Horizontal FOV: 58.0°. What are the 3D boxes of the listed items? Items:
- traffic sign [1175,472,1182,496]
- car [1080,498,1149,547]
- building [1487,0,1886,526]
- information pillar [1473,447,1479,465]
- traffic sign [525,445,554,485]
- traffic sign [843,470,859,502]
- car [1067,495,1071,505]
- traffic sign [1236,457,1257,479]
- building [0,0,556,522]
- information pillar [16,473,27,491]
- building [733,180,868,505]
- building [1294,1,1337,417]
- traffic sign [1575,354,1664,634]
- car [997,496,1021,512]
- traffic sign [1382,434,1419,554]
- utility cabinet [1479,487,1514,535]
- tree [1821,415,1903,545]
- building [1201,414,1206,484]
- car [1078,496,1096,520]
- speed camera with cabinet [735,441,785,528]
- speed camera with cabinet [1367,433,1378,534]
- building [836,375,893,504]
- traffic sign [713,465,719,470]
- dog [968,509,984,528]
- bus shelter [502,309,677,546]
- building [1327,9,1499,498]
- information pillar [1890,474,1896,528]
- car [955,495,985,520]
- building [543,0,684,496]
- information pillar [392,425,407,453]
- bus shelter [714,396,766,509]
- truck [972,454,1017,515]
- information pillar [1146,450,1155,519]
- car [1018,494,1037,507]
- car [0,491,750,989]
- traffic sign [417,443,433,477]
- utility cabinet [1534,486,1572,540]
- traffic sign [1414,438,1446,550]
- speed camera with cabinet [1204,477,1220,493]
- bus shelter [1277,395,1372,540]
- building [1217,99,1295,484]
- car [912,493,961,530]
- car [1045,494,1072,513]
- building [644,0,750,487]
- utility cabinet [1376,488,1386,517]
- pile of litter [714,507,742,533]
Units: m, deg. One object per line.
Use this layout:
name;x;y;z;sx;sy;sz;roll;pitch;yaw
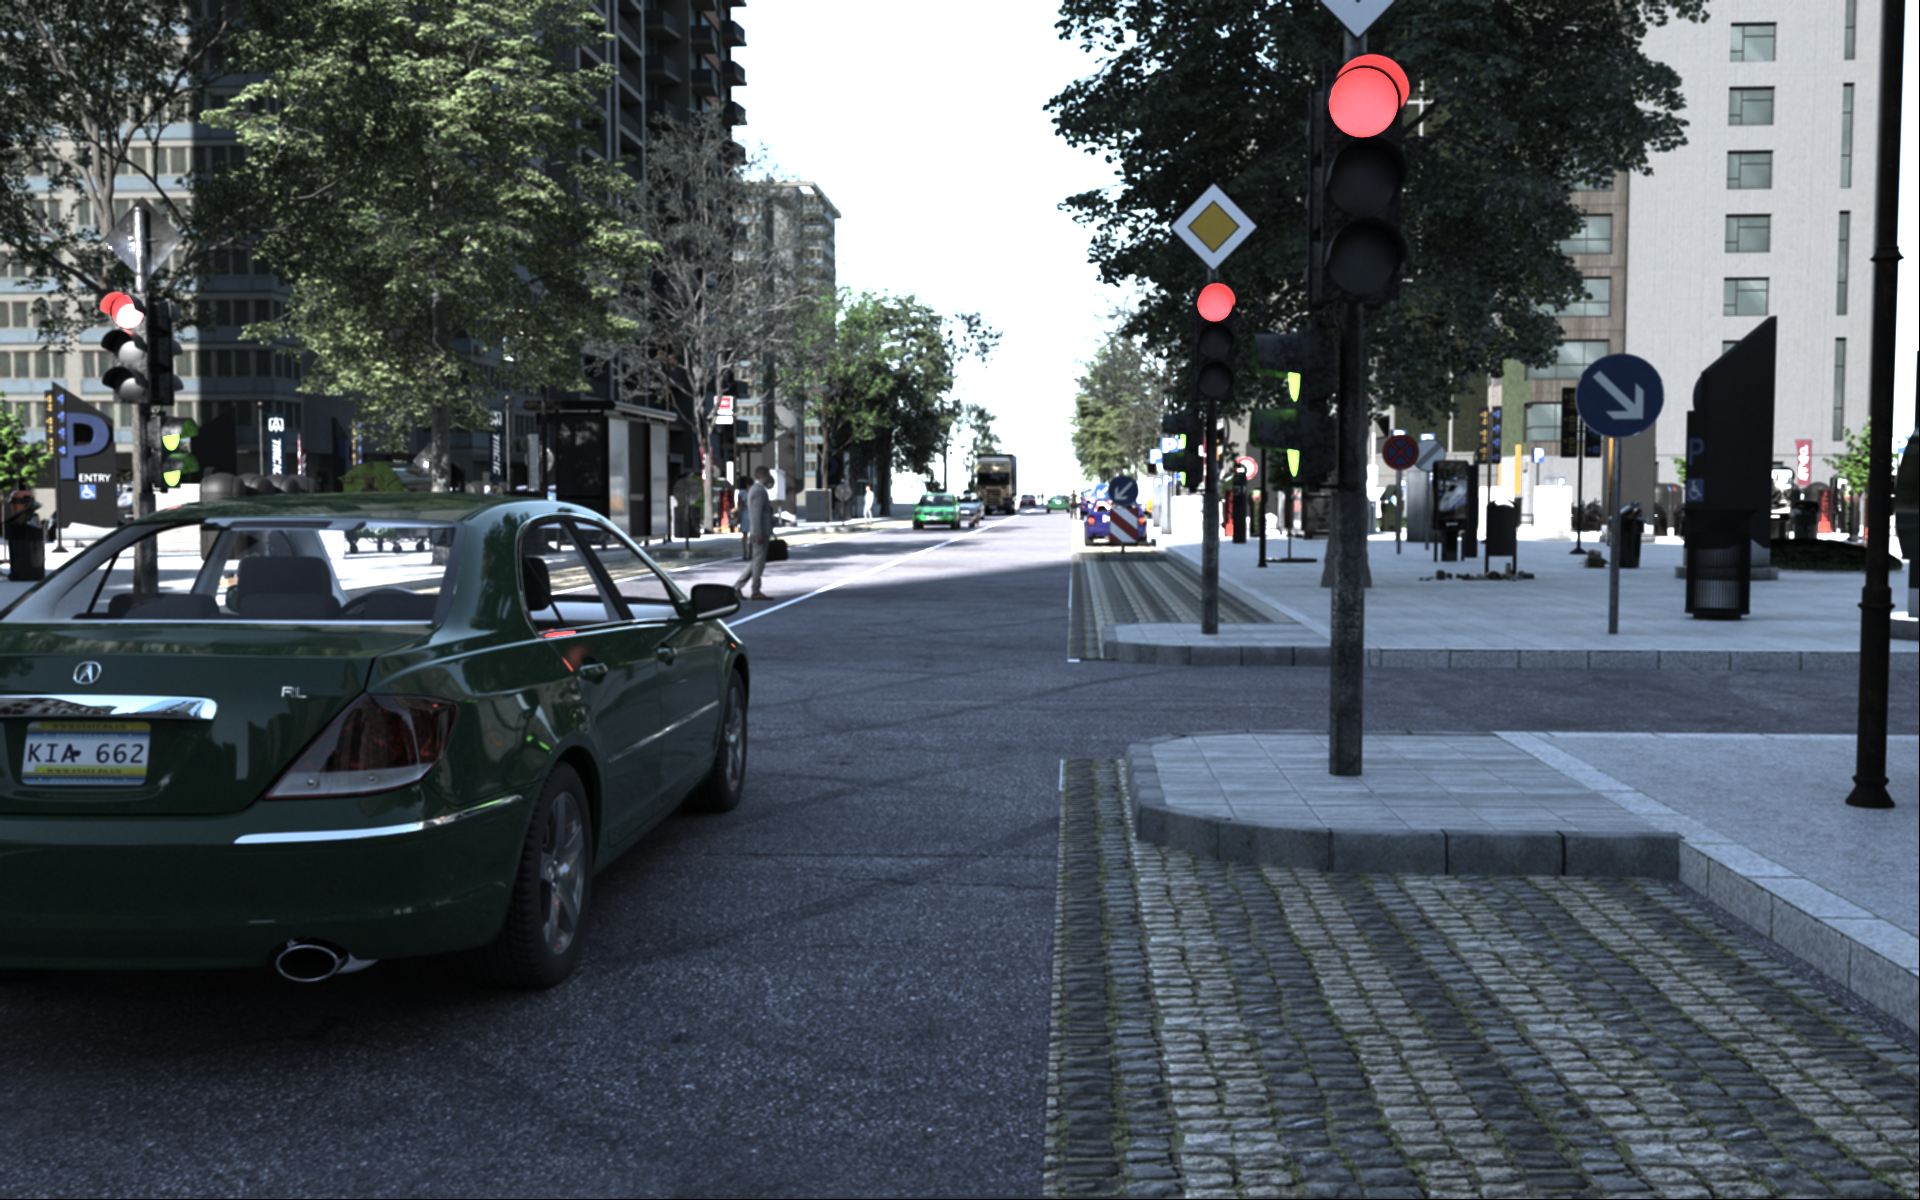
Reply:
traffic sign;7.743;-3.793;62.116;0.768;2.556;0.104;1;4;13
car;4.316;-2.184;48.293;1.945;1.354;3.894;0;4;4
building;30.714;-18.632;76.334;14.160;30.474;14.107;0;4;4
information pillar;25.500;-5.765;85.609;0.183;3.616;0.504;0;4;-7
traffic sign;-10.838;-2.722;44.615;0.768;2.556;0.104;0;4;5
traffic sign;-5.799;-5.637;92.172;0.884;2.594;0.081;0;4;7
car;13.108;-12.690;219.845;2.083;1.381;4.827;0;4;5
traffic sign;9.870;-3.656;59.884;0.768;2.556;0.104;0;4;8
building;-32.961;-23.733;79.919;32.217;40.220;23.993;0;4;4
information pillar;-32.078;-3.348;59.239;0.304;2.012;0.304;-3;4;-36
building;-27.537;-31.265;203.068;32.217;40.220;23.993;0;4;4
building;36.975;-36.298;135.479;21.231;58.520;28.212;0;4;4
traffic sign;5.998;-0.961;15.826;0.768;2.556;0.104;1;4;13
car;4.010;-7.985;142.919;2.083;1.381;4.827;0;4;2
traffic sign;9.372;-2.251;36.916;0.768;2.556;0.104;1;4;9
utility cabinet;16.416;-2.710;52.984;0.318;1.500;1.173;-2;4;-26
tree;22.284;-2.928;42.482;1.663;3.219;1.824;0;3;0
building;44.220;-35.368;232.888;22.147;44.769;28.867;0;4;4
car;7.553;-5.156;96.882;1.945;1.354;3.894;0;4;4
speed camera with cabinet;-7.558;-4.345;65.380;2.038;3.252;0.660;2;4;33
speed camera with cabinet;13.418;-3.832;56.983;0.660;3.252;2.038;1;4;15
building;-24.149;-23.567;230.362;27.650;21.520;28.899;0;4;4
traffic sign;-10.753;-4.574;74.894;0.768;2.556;0.104;0;4;5
dog;0.579;-3.477;73.679;0.513;0.831;0.800;-3;4;-38
bus shelter;-8.635;-3.825;40.165;2.179;5.291;8.768;0;4;4
building;35.178;-41.098;110.196;20.563;71.187;20.611;0;4;4
information pillar;34.895;-3.690;64.818;0.304;2.012;0.304;3;5;44
car;0.395;-5.142;96.075;2.014;1.417;4.499;0;4;5
building;-27.684;-40.599;102.038;20.563;71.187;20.611;0;4;4
information pillar;-18.108;-3.959;56.085;0.504;3.616;0.183;-1;4;-14
bus shelter;-8.786;-5.861;73.464;2.179;5.291;8.768;0;4;4
truck;2.593;-8.140;121.995;2.839;4.237;11.283;0;4;4
information pillar;10.004;-6.057;90.394;0.504;3.616;0.183;1;4;10
car;7.610;-11.322;194.158;2.155;1.783;4.494;0;4;5
car;-1.985;0.325;6.483;2.131;1.459;4.920;0;4;3
traffic sign;-11.952;-2.315;39.034;0.795;2.450;0.064;1;4;9
utility cabinet;16.586;-2.433;48.460;0.318;1.500;1.173;-1;4;-21
traffic sign;10.705;-2.417;39.618;0.768;2.556;0.104;1;4;9
speed camera with cabinet;12.961;-5.637;86.507;0.660;3.252;2.038;-2;4;-25
bus shelter;10.715;-4.586;52.612;2.179;5.291;8.768;0;4;4
building;41.557;-35.656;206.669;21.300;48.544;21.600;0;4;4
car;-0.934;-3.762;70.297;1.959;1.807;4.718;0;4;3
car;7.639;-7.501;134.446;2.131;1.459;4.920;0;4;3
building;-27.909;-28.948;127.917;22.147;44.769;28.867;0;4;4
utility cabinet;16.645;-3.612;67.742;1.173;1.500;0.318;0;4;2
pile of litter;-7.751;-2.659;57.440;1.176;0.858;1.719;0;4;-8
